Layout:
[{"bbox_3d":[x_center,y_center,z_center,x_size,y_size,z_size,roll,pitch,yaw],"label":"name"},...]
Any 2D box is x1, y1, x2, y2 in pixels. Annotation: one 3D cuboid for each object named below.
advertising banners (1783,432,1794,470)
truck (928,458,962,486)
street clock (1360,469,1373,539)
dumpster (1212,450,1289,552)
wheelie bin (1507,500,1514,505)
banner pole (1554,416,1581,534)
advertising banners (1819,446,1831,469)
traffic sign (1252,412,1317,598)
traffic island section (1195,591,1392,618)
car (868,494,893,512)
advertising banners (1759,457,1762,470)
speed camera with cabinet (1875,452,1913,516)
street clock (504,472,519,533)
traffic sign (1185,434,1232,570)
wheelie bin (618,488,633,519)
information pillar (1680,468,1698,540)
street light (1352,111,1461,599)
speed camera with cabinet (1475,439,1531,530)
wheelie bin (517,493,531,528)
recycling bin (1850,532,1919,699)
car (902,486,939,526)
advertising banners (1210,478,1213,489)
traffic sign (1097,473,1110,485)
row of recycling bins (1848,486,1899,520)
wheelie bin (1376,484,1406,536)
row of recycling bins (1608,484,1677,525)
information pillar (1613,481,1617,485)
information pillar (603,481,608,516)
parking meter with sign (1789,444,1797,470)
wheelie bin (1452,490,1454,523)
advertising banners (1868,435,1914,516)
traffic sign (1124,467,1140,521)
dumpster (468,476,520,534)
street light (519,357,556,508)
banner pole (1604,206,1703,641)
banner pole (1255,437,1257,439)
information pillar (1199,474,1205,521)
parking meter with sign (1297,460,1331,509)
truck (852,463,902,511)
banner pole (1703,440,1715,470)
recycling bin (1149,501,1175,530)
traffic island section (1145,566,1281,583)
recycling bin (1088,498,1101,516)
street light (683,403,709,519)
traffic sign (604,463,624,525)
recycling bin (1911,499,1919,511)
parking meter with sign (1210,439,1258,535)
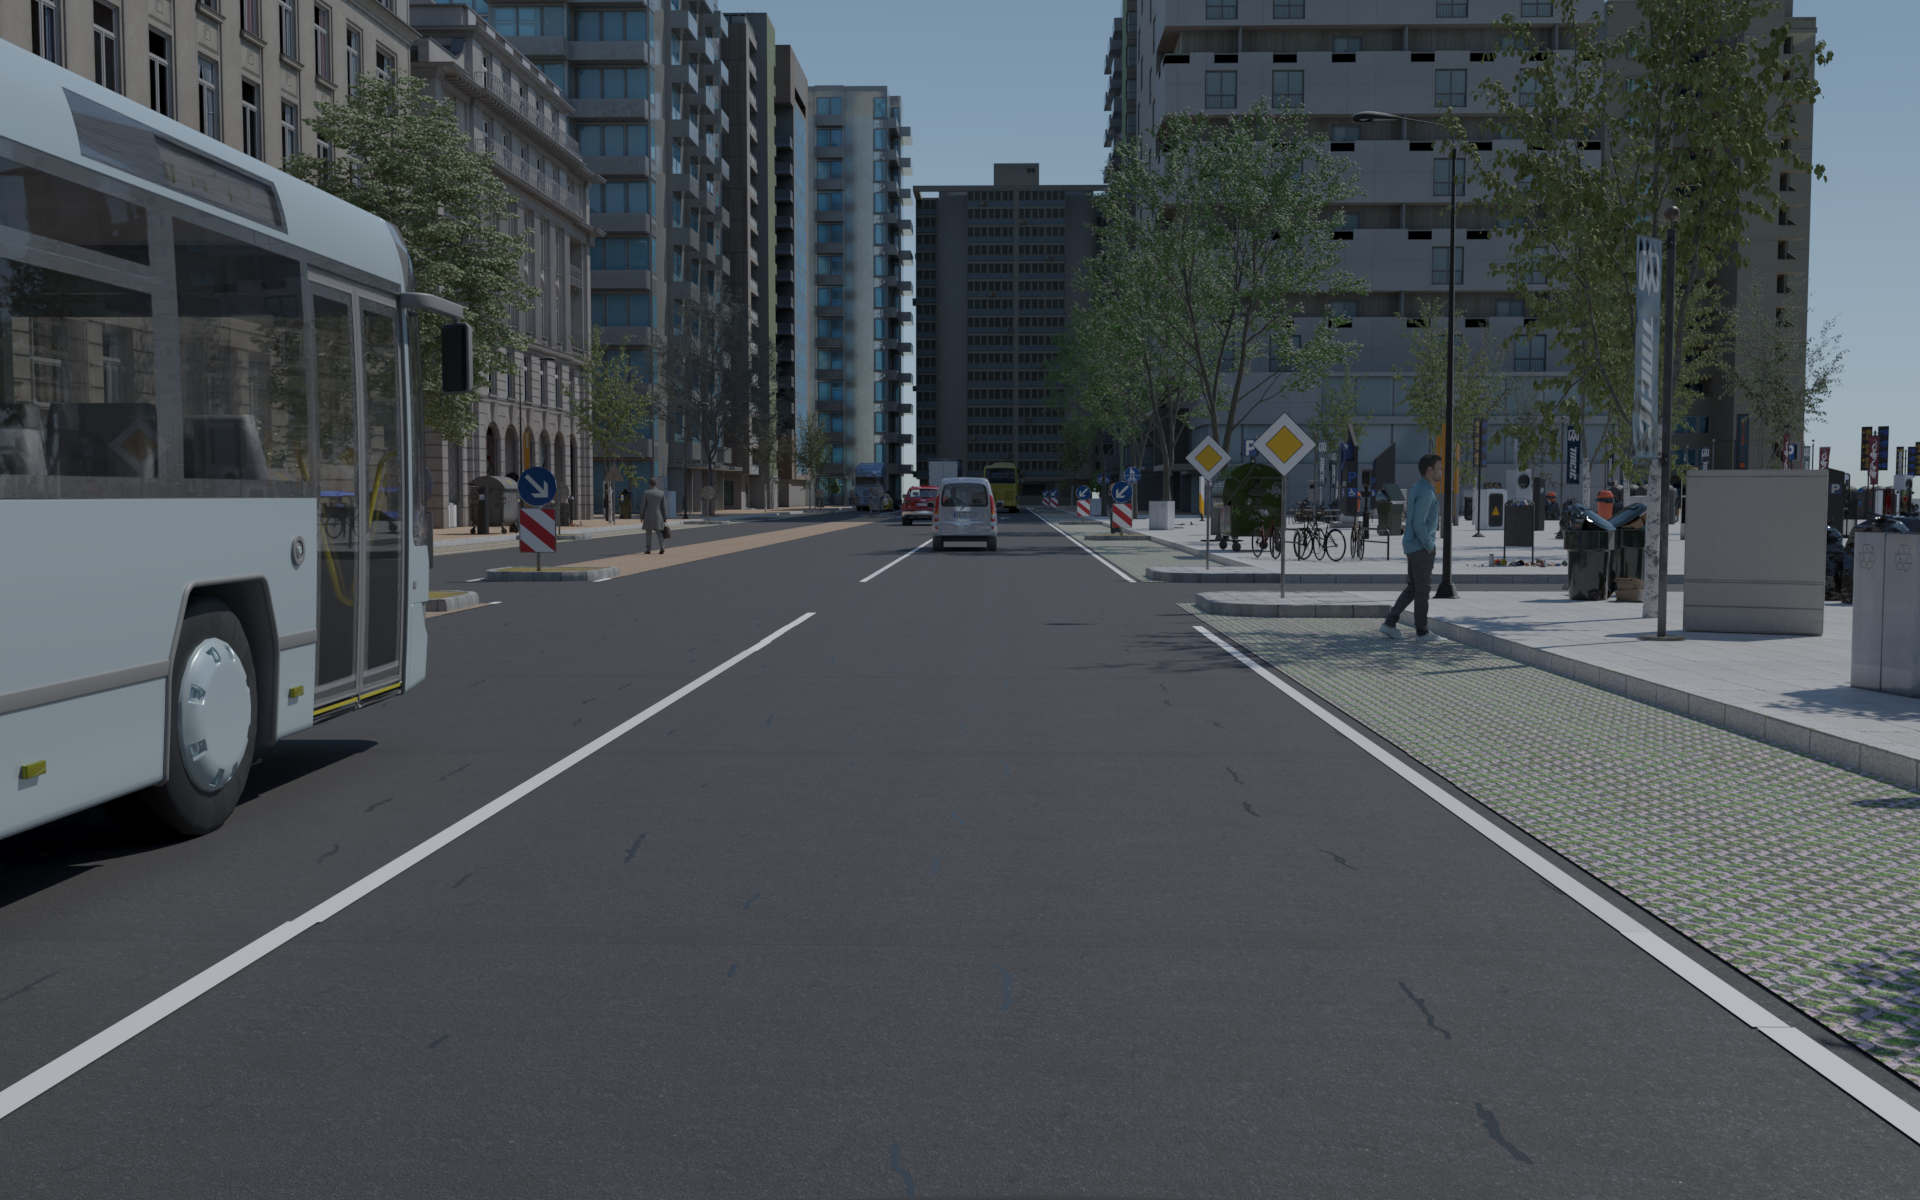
[{"bbox_3d":[23.325,-3.195,48.433,0.090,3.025,2.074,1,4,9],"label":"advertising banners"},{"bbox_3d":[-1.125,-9.338,141.583,2.839,4.237,11.283,0,4,2],"label":"truck"},{"bbox_3d":[11.555,-2.734,49.266,0.358,2.002,0.471,1,4,18],"label":"street clock"},{"bbox_3d":[6.565,-2.242,39.156,1.502,2.255,1.985,0,4,1],"label":"dumpster"},{"bbox_3d":[27.474,-4.832,86.911,0.693,1.594,0.980,2,4,24],"label":"wheelie bin"},{"bbox_3d":[19.580,-4.019,55.733,0.863,3.779,0.401,-1,4,-10],"label":"banner pole"},{"bbox_3d":[31.603,-4.184,64.590,0.090,3.025,2.074,-1,4,-18],"label":"advertising banners"},{"bbox_3d":[3.972,-1.079,21.283,0.795,2.450,0.064,0,4,2],"label":"traffic sign"},{"bbox_3d":[3.996,0.056,21.360,2.009,0.180,2.903,0,4,2],"label":"traffic island section"},{"bbox_3d":[-6.470,-8.066,142.107,2.015,1.641,3.980,0,4,3],"label":"car"},{"bbox_3d":[37.863,-5.230,81.698,0.090,3.025,2.074,1,4,18],"label":"advertising banners"},{"bbox_3d":[43.186,-5.241,80.033,2.038,3.252,0.660,-2,4,-31],"label":"speed camera with cabinet"},{"bbox_3d":[-14.896,-3.244,57.608,0.471,2.002,0.358,-2,4,-32],"label":"street clock"},{"bbox_3d":[4.189,-1.567,29.265,0.795,2.450,0.064,0,4,2],"label":"traffic sign"},{"bbox_3d":[-17.145,-4.952,88.881,0.693,1.594,0.980,0,4,-2],"label":"wheelie bin"},{"bbox_3d":[20.370,-2.686,48.402,0.304,2.012,0.304,-2,4,-30],"label":"information pillar"},{"bbox_3d":[5.457,-2.976,21.193,1.470,5.913,1.316,0,4,2],"label":"street light"},{"bbox_3d":[19.310,-4.110,61.535,2.038,3.252,0.660,-2,4,-24],"label":"speed camera with cabinet"},{"bbox_3d":[-16.654,-3.549,65.942,0.693,1.594,0.980,0,4,-7],"label":"wheelie bin"},{"bbox_3d":[6.309,0.083,11.203,0.722,1.027,0.722,0,4,-6],"label":"recycling bin"},{"bbox_3d":[-1.583,-4.377,80.241,2.281,1.827,5.304,0,4,2],"label":"car"},{"bbox_3d":[14.845,-6.329,99.662,0.090,3.025,2.074,3,5,42],"label":"advertising banners"},{"bbox_3d":[8.581,-6.327,103.547,0.768,2.556,0.104,1,4,9],"label":"traffic sign"},{"bbox_3d":[48.098,-5.225,92.544,3.534,1.692,1.069,1,4,17],"label":"row of recycling bins"},{"bbox_3d":[13.223,-2.779,53.351,0.980,1.594,0.693,-2,4,-30],"label":"wheelie bin"},{"bbox_3d":[29.123,-4.100,74.145,1.069,1.692,3.534,-2,4,-24],"label":"row of recycling bins"},{"bbox_3d":[36.109,-5.582,95.749,0.304,2.012,0.304,3,4,38],"label":"information pillar"},{"bbox_3d":[-20.197,-5.784,99.054,0.304,2.012,0.304,-3,5,-43],"label":"information pillar"},{"bbox_3d":[29.903,-3.942,60.708,1.738,3.016,0.543,0,4,-4],"label":"parking meter with sign"},{"bbox_3d":[21.645,-4.197,76.529,0.693,1.594,0.980,1,4,13],"label":"wheelie bin"},{"bbox_3d":[27.087,-3.320,50.465,0.090,3.025,2.074,0,4,-7],"label":"advertising banners"},{"bbox_3d":[8.066,-4.959,81.181,0.768,2.556,0.104,0,4,7],"label":"traffic sign"},{"bbox_3d":[-15.030,-3.066,55.889,1.264,1.857,1.865,0,4,2],"label":"dumpster"},{"bbox_3d":[-14.385,-5.279,58.845,1.470,5.913,1.316,0,4,2],"label":"street light"},{"bbox_3d":[6.016,-1.528,15.006,0.863,3.779,0.401,-3,5,-42],"label":"banner pole"},{"bbox_3d":[12.888,-5.254,75.917,0.401,3.779,0.863,-1,4,-8],"label":"banner pole"},{"bbox_3d":[11.405,-5.522,81.643,0.183,3.616,0.504,2,4,26],"label":"information pillar"},{"bbox_3d":[18.439,-5.740,90.105,1.738,3.016,0.543,1,4,22],"label":"parking meter with sign"},{"bbox_3d":[-7.164,-10.041,153.926,2.967,4.110,18.799,0,4,3],"label":"truck"},{"bbox_3d":[34.455,-5.491,79.799,0.401,3.779,0.863,-2,4,-30],"label":"banner pole"},{"bbox_3d":[7.179,-3.001,61.622,0.722,1.027,0.722,2,4,29],"label":"recycling bin"},{"bbox_3d":[4.212,-0.432,29.342,2.009,0.180,2.903,0,4,2],"label":"traffic island section"},{"bbox_3d":[7.932,-5.429,101.326,0.722,1.027,0.722,-1,4,-11],"label":"recycling bin"},{"bbox_3d":[-13.493,-7.088,88.426,1.470,5.913,1.316,0,4,2],"label":"street light"},{"bbox_3d":[-14.413,-4.413,72.156,0.884,2.594,0.081,0,4,3],"label":"traffic sign"},{"bbox_3d":[54.633,-5.265,98.644,0.722,1.027,0.722,-3,5,-44],"label":"recycling bin"},{"bbox_3d":[8.623,-3.567,54.589,1.738,3.016,0.543,-3,5,-40],"label":"parking meter with sign"}]
